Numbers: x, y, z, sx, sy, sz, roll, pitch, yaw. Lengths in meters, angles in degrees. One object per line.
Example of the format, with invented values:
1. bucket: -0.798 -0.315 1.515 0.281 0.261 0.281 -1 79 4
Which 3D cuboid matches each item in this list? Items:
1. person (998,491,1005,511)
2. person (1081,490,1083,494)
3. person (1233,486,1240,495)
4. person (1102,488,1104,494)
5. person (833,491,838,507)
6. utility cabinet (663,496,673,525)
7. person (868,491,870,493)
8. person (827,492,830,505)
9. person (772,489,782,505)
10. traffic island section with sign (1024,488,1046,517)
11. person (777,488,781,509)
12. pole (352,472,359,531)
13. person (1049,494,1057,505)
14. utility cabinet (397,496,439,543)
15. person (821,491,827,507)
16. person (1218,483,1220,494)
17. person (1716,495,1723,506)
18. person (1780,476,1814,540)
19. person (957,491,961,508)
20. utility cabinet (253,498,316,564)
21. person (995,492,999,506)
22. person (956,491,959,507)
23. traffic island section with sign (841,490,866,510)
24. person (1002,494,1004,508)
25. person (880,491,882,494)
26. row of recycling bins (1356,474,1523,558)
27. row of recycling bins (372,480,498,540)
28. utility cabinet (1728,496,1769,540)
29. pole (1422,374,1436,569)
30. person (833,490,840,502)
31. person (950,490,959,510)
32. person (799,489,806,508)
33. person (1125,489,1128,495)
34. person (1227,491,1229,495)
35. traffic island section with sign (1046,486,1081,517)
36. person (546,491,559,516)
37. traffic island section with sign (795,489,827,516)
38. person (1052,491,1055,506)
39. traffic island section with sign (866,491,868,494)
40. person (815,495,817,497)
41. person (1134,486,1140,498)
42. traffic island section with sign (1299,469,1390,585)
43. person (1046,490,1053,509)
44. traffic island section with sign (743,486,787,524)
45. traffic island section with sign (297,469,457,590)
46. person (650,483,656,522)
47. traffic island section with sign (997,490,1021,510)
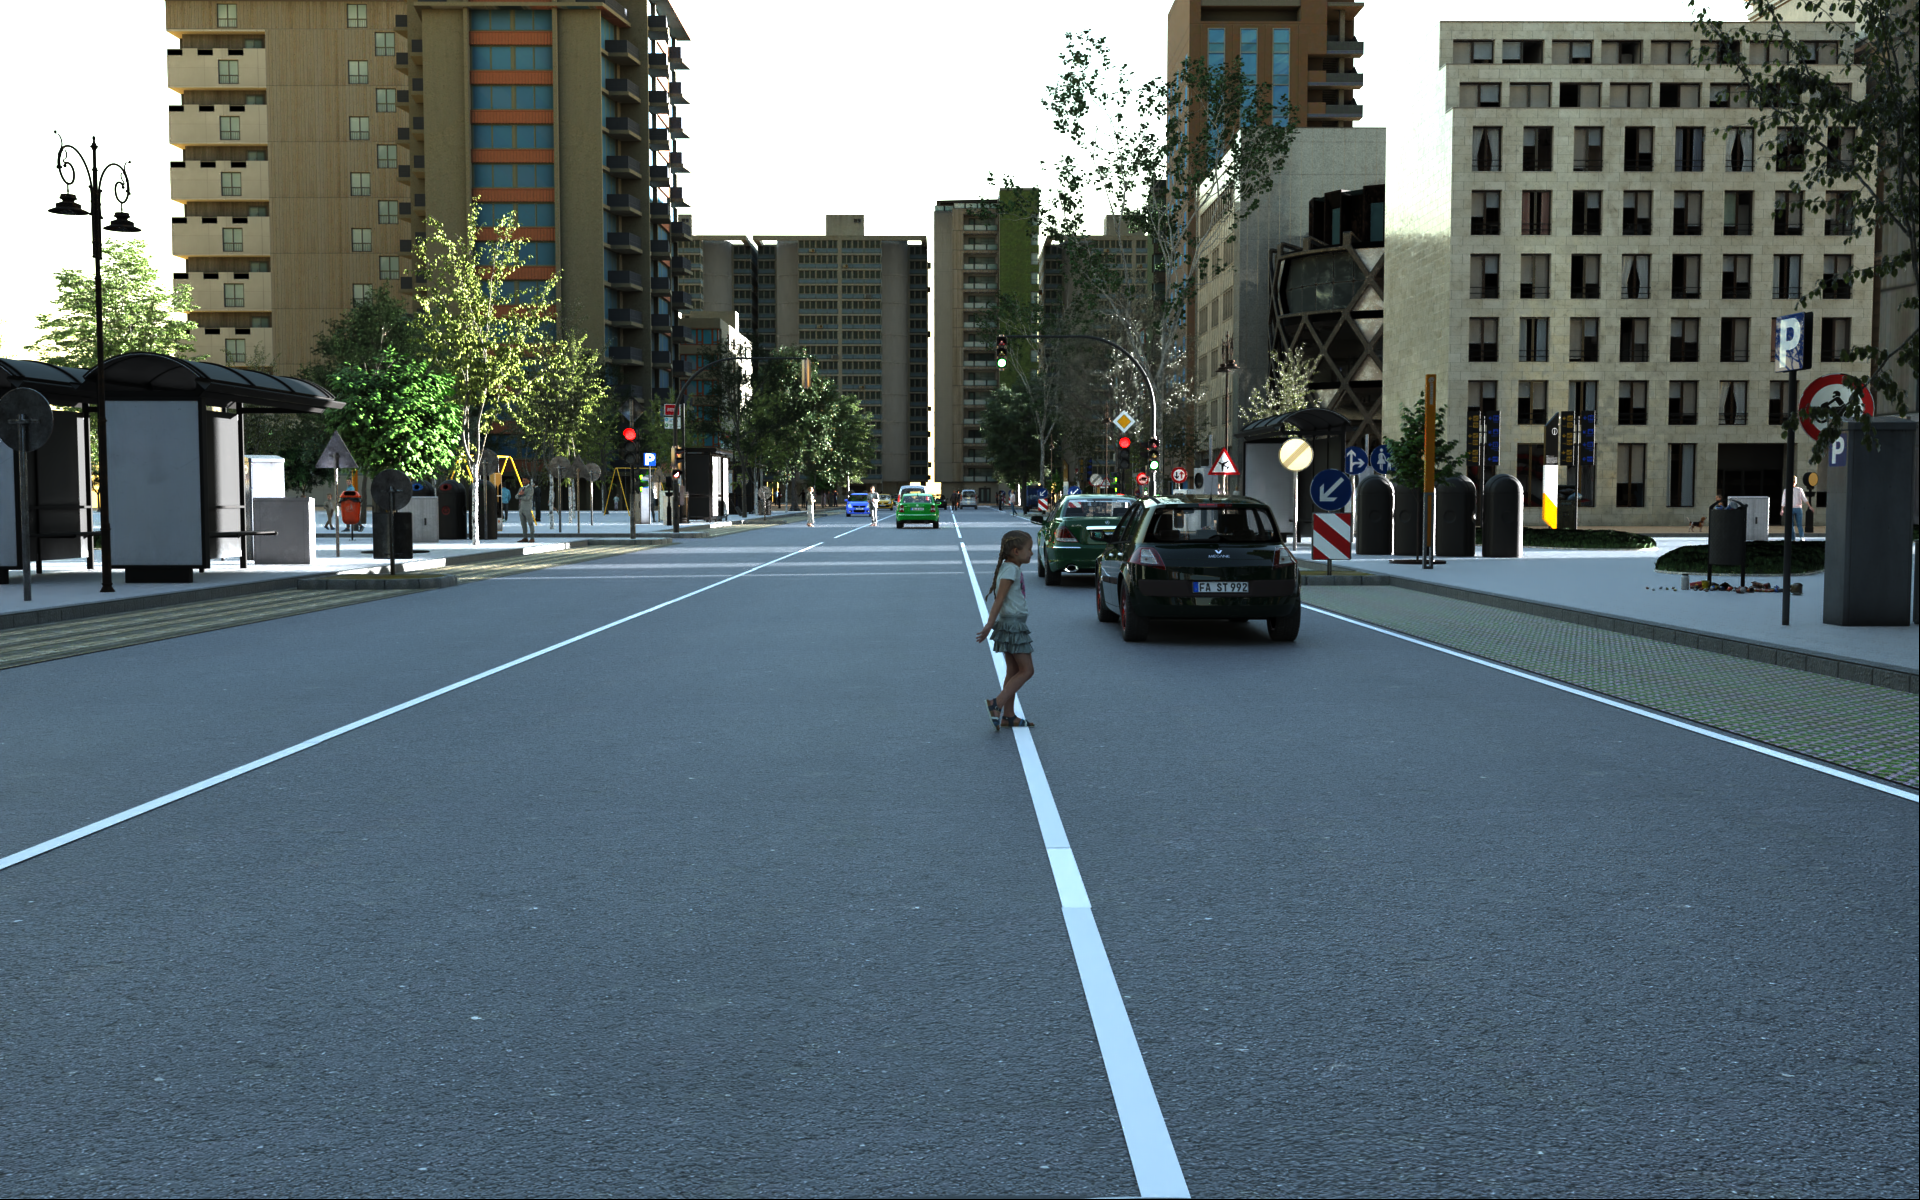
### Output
1. person: 3.579 -8.648 150.621 0.721 1.735 1.217 2 4 27
2. person: 7.802 -6.541 113.017 0.581 1.822 0.654 2 4 31
3. person: 17.775 -6.434 111.596 0.694 1.780 0.624 3 5 40
4. person: 13.117 -9.294 158.135 0.705 1.807 1.348 -3 5 -39
5. person: -12.359 -10.046 171.221 0.530 1.710 0.541 0 4 1
6. utility cabinet: -12.017 -3.725 72.069 0.306 1.237 1.020 -2 4 -33
7. person: -10.536 -11.846 202.713 0.617 1.759 0.750 3 5 42
8. person: -16.183 -12.536 214.017 0.434 1.755 0.990 -3 4 -37
9. person: -20.695 -11.586 195.457 1.348 1.826 0.705 -1 4 -20
10. traffic island section with sign: 5.079 -6.163 109.392 1.989 1.847 2.006 0 4 0
11. person: -16.098 -9.043 153.864 0.705 1.831 1.348 0 4 -1
12. pole: -21.027 -4.058 60.189 0.158 3.312 0.155 0 3 0
13. person: 10.654 -11.720 197.808 1.348 1.807 0.705 -3 5 -43
14. utility cabinet: -14.352 -2.123 45.877 1.020 1.237 0.306 -1 4 -12
15. person: -13.944 -10.434 177.301 0.621 1.740 0.551 2 4 23
16. person: 11.404 -4.342 77.308 0.850 1.792 0.678 0 4 2
17. person: 25.225 -2.870 57.639 0.373 1.253 0.362 1 4 20
18. person: 20.932 -2.232 43.210 0.731 1.740 0.598 0 4 5
19. person: -0.004 -10.427 179.787 0.445 1.727 0.742 1 4 23
20. utility cabinet: -12.395 -1.262 31.789 1.020 1.237 0.306 0 4 -4
21. person: 4.149 -11.262 194.107 0.415 1.643 0.593 0 4 5
22. person: -0.212 -11.478 196.161 0.705 1.824 1.348 -3 4 -38
23. traffic island section with sign: -9.924 -9.225 159.462 1.989 1.847 2.006 0 4 0
24. person: 4.491 -10.358 181.081 0.599 1.433 0.991 0 3 0
25. person: -8.357 -10.823 186.244 0.721 1.735 1.217 -3 5 -40
26. row of recycling bins: 9.925 -1.767 36.000 3.534 1.692 1.069 2 4 34
27. row of recycling bins: -14.904 -2.571 49.144 3.534 1.692 1.069 0 4 -1
28. utility cabinet: 21.841 -2.254 48.009 1.020 1.237 0.306 1 4 13
29. pole: 8.020 -2.187 29.599 0.158 3.312 0.155 0 3 0
30. person: -14.249 -11.674 197.640 1.217 1.735 0.721 1 4 10
31. person: -0.519 -8.721 151.646 0.990 1.755 0.434 3 5 42
32. person: -14.399 -9.350 159.733 1.217 1.723 0.721 2 4 30
33. person: 17.259 -10.684 180.590 0.599 1.838 0.709 0 4 3
34. person: 15.186 -5.633 98.686 0.519 1.759 0.362 3 5 41
35. traffic island section with sign: 5.285 -4.514 82.437 1.989 1.847 2.006 0 4 0
36. person: -24.338 -5.914 103.482 0.760 1.731 0.466 -2 4 -26
37. traffic island section with sign: -9.545 -6.275 111.216 1.989 1.847 2.006 0 4 0
38. person: 10.045 -10.937 185.667 0.445 1.727 0.742 3 5 41
39. traffic island section with sign: -10.133 -10.890 186.675 1.989 1.847 2.006 0 4 0
40. person: -15.996 -11.100 188.462 0.756 1.711 0.436 2 4 27
41. person: 11.760 -6.671 115.091 0.573 1.828 0.580 -2 4 -28
42. traffic island section with sign: 5.702 -1.179 27.906 1.989 1.847 2.006 0 4 0
43. person: 7.779 -8.924 152.743 0.721 1.735 1.217 -2 4 -35
44. traffic island section with sign: -9.342 -4.556 83.113 1.989 1.847 2.006 0 4 0
45. traffic island section with sign: -8.892 -1.106 26.719 1.989 1.847 2.006 0 4 0
46. person: -14.111 -4.427 78.604 0.537 1.800 0.526 1 4 11
47. traffic island section with sign: 4.675 -9.304 160.748 1.989 1.847 2.006 0 4 0
